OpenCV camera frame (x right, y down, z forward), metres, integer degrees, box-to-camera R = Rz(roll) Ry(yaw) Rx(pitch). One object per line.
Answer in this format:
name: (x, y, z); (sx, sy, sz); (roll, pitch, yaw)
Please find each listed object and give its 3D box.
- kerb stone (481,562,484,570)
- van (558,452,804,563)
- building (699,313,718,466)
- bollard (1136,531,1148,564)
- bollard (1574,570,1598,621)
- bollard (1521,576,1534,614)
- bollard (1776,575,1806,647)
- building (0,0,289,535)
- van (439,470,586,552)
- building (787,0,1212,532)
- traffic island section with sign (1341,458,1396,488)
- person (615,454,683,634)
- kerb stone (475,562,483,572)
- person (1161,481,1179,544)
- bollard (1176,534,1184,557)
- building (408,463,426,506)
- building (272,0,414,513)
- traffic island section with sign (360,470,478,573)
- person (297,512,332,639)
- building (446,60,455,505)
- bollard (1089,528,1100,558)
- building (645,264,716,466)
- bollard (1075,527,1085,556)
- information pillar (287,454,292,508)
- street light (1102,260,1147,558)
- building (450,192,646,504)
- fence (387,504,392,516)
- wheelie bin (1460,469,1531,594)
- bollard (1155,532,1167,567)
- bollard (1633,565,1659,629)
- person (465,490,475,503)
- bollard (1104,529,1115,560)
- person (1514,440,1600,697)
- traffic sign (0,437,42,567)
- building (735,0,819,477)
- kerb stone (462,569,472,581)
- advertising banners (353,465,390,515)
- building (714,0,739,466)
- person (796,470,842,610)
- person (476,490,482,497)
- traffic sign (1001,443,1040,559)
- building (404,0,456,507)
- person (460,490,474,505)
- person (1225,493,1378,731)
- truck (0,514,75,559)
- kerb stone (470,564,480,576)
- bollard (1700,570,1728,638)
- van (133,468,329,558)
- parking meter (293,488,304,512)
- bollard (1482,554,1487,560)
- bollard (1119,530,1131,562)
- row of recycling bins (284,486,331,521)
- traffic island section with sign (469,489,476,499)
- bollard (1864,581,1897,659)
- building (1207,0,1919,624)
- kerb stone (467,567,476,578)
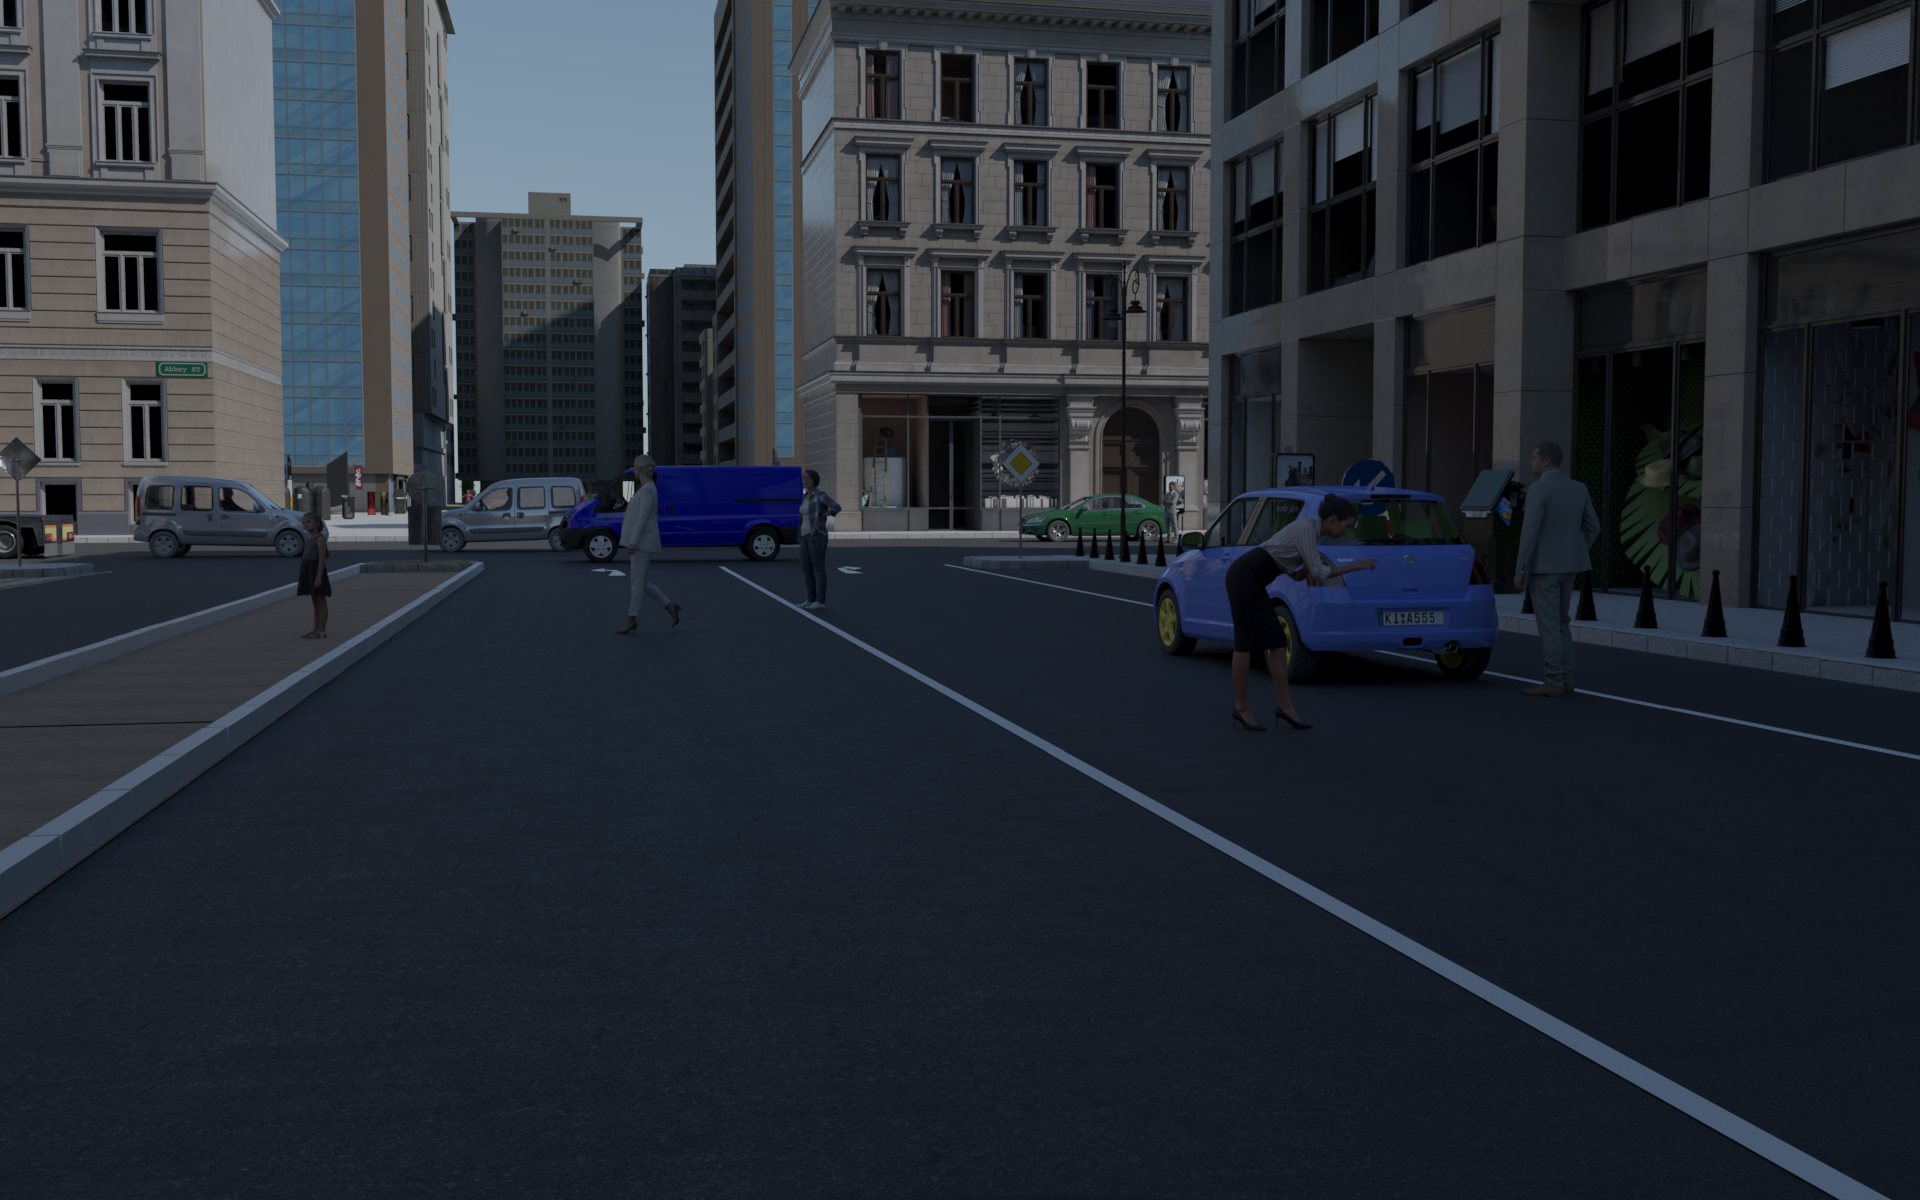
kerb stone: (-8.929, -0.607, 32.122); (0.120, 0.150, 1.000); (-1, 4, -12)
van: (-5.946, -2.005, 37.162); (5.245, 2.365, 2.240); (-1, 4, -13)
building: (-11.924, -20.389, 178.407); (27.650, 21.520, 28.899); (-1, 4, -12)
bollard: (3.339, -0.957, 31.696); (0.229, 0.601, 0.229); (0, 3, 0)
bollard: (6.363, -0.095, 17.590); (0.229, 0.601, 0.229); (0, 3, 0)
bollard: (6.143, -0.156, 18.592); (0.229, 0.601, 0.229); (0, 3, 0)
bollard: (7.003, 0.090, 14.570); (0.229, 0.601, 0.229); (0, 3, 0)
building: (-34.127, -16.626, 57.735); (20.117, 28.700, 13.634); (-1, 4, -12)
van: (-11.406, -2.232, 43.500); (4.112, 2.044, 2.013); (-1, 4, -12)
building: (-3.828, -12.933, 62.359); (40.483, 20.767, 10.553); (-1, 4, -12)
traffic island section with sign: (4.306, -0.701, 20.083); (1.989, 1.847, 2.006); (-1, 4, -12)
person: (-3.221, -0.586, 17.954); (0.818, 1.842, 0.514); (-2, 4, -33)
kerb stone: (-8.711, -0.542, 31.112); (0.120, 0.150, 1.000); (-1, 4, -12)
person: (6.068, -2.536, 50.142); (0.511, 1.800, 0.466); (2, 4, 34)
bollard: (3.771, -0.834, 29.683); (0.229, 0.601, 0.229); (0, 3, 0)
building: (-54.871, -42.938, 140.292); (20.563, 71.187, 20.611); (-1, 4, -12)
building: (-47.445, -28.990, 124.104); (14.600, 45.320, 14.200); (-1, 4, -12)
traffic island section with sign: (-10.044, -1.479, 32.316); (2.006, 1.907, 1.989); (-1, 4, -12)
person: (-6.383, -0.240, 17.088); (0.373, 1.253, 0.362); (-3, 5, -42)
building: (-77.770, -41.123, 214.357); (28.212, 58.520, 21.231); (-1, 4, -12)
bollard: (2.696, -1.142, 34.715); (0.229, 0.601, 0.229); (0, 3, 0)
building: (-32.684, -27.469, 220.826); (14.107, 30.474, 14.160); (-1, 4, -12)
bollard: (2.478, -1.204, 35.719); (0.229, 0.601, 0.229); (0, 3, 0)
information pillar: (-39.529, -6.776, 102.134); (0.183, 3.616, 0.504); (0, 4, -4)
street light: (3.253, -3.770, 34.421); (0.468, 5.910, 1.993); (-1, 4, -12)
building: (-53.316, -32.662, 225.910); (23.993, 40.220, 32.217); (-1, 4, -12)
fence: (-34.212, -5.396, 103.604); (0.278, 0.683, 2.069); (-1, 4, -21)
wheelie bin: (6.942, -0.891, 22.476); (0.693, 1.594, 0.980); (-1, 4, -21)
bollard: (3.558, -0.896, 30.687); (0.229, 0.601, 0.229); (0, 3, 0)
bollard: (6.574, -0.033, 16.582); (0.229, 0.601, 0.229); (0, 3, 0)
person: (-38.513, -7.783, 136.311); (0.990, 1.755, 0.434); (1, 4, 14)
bollard: (2.911, -1.081, 33.709); (0.229, 0.601, 0.229); (0, 3, 0)
person: (4.217, -0.226, 12.300); (0.635, 1.810, 0.391); (-3, 4, -38)
traffic sign: (-16.644, -1.649, 30.607); (0.795, 2.450, 0.064); (-1, 4, -12)
building: (-9.685, -29.577, 133.688); (14.600, 45.320, 14.200); (-1, 4, -12)
kerb stone: (-8.061, -0.361, 28.099); (0.120, 0.150, 1.000); (-1, 4, -12)
advertising banners: (-35.875, -6.692, 105.597); (2.074, 3.025, 0.090); (-1, 4, -15)
building: (-9.963, -32.314, 152.039); (21.300, 48.544, 21.600); (-1, 4, -12)
person: (-1.808, -0.756, 21.586); (0.376, 1.734, 0.841); (-2, 4, -29)
person: (-40.825, -8.504, 147.567); (1.348, 1.821, 0.705); (1, 4, 14)
traffic sign: (1.202, -1.881, 34.391); (0.795, 2.450, 0.064); (-1, 4, -12)
building: (-63.622, -35.349, 167.190); (27.495, 52.752, 28.713); (-1, 4, -12)
person: (-36.541, -7.303, 128.627); (1.217, 1.743, 0.721); (-1, 4, -10)
person: (2.022, 0.073, 10.496); (0.799, 1.438, 0.628); (-1, 4, -22)
truck: (-29.543, -2.896, 37.102); (18.799, 4.110, 2.967); (-1, 4, -13)
kerb stone: (-8.490, -0.484, 30.110); (0.120, 0.150, 1.000); (-1, 4, -12)
bollard: (6.791, 0.029, 15.575); (0.229, 0.601, 0.229); (0, 3, 0)
van: (-16.666, -2.001, 39.731); (4.112, 2.044, 2.013); (-1, 4, -14)
parking meter: (-27.695, -3.921, 72.527); (0.372, 1.533, 0.369); (0, 3, 0)
bollard: (5.928, -0.218, 19.603); (0.229, 0.601, 0.229); (0, 3, 0)
bollard: (3.126, -1.019, 32.702); (0.229, 0.601, 0.229); (0, 3, 0)
row of recycling bins: (-32.153, -4.667, 83.412); (3.534, 1.692, 1.069); (-2, 4, -35)
traffic island section with sign: (-40.914, -8.371, 145.498); (1.989, 1.847, 2.006); (-1, 4, -12)
bollard: (7.221, 0.151, 13.567); (0.229, 0.601, 0.229); (0, 3, 0)
building: (17.855, -13.122, 19.068); (19.350, 26.468, 34.151); (-1, 4, -12)
kerb stone: (-8.278, -0.416, 29.101); (0.120, 0.150, 1.000); (-1, 4, -12)
